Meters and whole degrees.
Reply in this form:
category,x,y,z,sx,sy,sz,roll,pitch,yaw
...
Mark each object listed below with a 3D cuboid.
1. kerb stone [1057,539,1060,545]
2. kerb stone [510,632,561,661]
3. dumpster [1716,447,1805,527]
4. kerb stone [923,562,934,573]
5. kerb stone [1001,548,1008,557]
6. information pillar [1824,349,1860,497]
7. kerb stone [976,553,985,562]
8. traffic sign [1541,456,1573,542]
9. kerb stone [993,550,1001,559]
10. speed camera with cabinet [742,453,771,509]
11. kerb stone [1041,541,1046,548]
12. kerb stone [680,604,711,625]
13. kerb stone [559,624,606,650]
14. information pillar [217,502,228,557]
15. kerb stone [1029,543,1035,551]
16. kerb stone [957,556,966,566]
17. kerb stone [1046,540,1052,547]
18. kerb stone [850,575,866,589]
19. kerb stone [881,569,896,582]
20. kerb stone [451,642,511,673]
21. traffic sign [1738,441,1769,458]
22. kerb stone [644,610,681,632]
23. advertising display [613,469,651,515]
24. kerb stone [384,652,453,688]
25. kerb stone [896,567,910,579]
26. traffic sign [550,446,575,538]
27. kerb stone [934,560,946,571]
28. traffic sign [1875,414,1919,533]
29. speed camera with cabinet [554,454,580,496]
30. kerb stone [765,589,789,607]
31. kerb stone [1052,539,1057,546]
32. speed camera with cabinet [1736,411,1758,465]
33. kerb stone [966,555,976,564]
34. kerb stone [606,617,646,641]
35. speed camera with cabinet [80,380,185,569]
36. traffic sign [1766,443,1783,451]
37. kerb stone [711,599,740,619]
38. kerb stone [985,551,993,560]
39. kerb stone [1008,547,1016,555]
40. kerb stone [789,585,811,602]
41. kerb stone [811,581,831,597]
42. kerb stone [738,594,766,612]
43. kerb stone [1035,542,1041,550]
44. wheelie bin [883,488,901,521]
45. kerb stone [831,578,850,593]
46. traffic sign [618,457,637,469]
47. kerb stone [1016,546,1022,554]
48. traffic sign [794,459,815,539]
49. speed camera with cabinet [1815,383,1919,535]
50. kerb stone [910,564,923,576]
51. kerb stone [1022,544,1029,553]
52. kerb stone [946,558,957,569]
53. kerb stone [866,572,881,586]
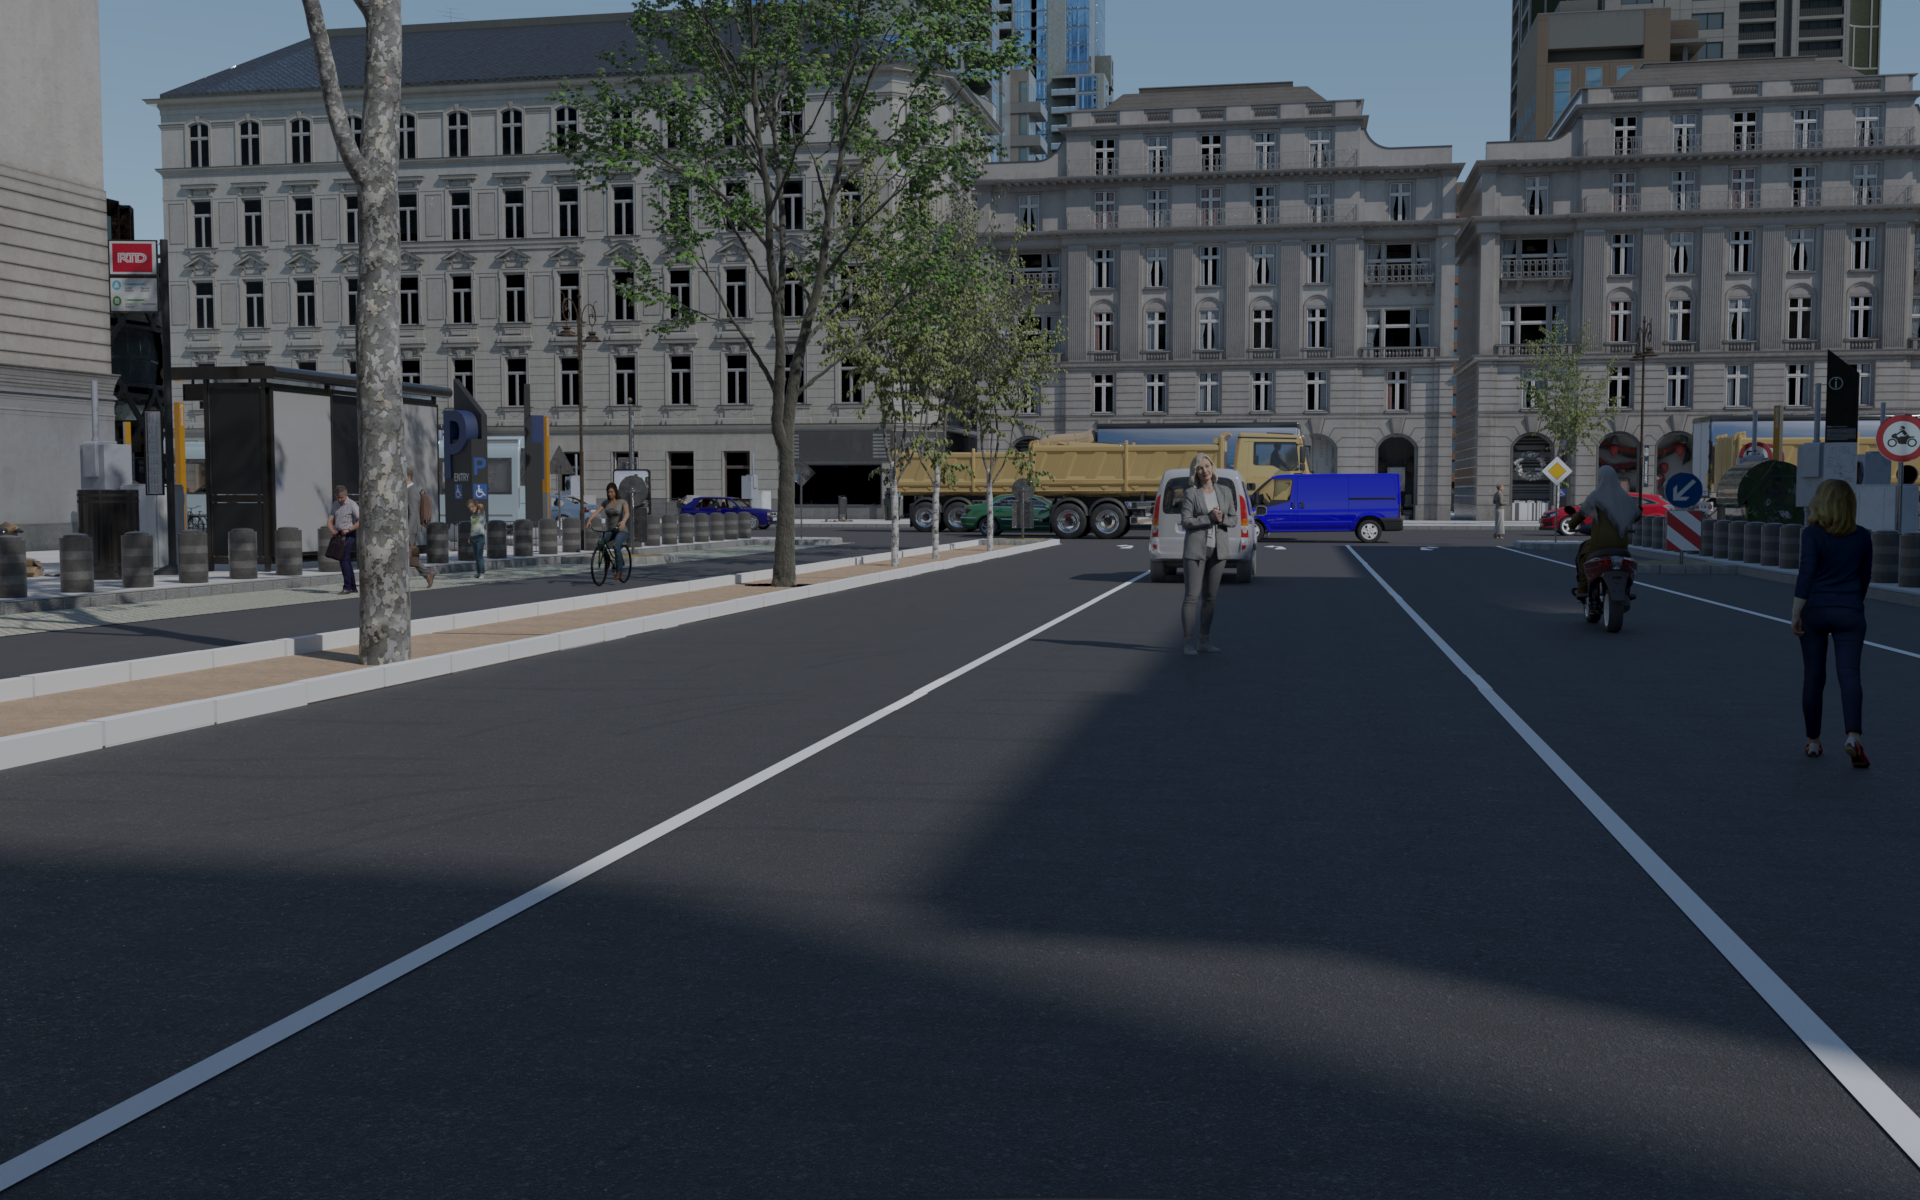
category,x,y,z,sx,sy,sz,roll,pitch,yaw
kerb stone,2.670,-1.617,48.634,0.120,0.150,1.000,1,4,11
kerb stone,-3.822,0.424,15.338,0.120,0.150,1.000,1,4,11
dumpster,16.879,-2.070,36.345,1.502,2.255,1.985,1,4,11
kerb stone,-0.673,-0.568,31.505,0.120,0.150,1.000,1,4,11
kerb stone,0.908,-1.062,39.558,0.120,0.150,1.000,1,4,11
information pillar,14.153,-2.233,27.869,0.504,3.616,0.183,2,4,30
kerb stone,0.323,-0.872,36.537,0.120,0.150,1.000,1,4,11
traffic sign,15.794,-2.583,45.876,0.795,2.450,0.064,1,4,11
kerb stone,0.703,-0.998,38.551,0.120,0.150,1.000,1,4,11
speed camera with cabinet,-9.896,-5.493,84.154,0.660,3.252,2.038,1,4,21
kerb stone,2.080,-1.428,45.603,0.120,0.150,1.000,1,4,11
kerb stone,-3.033,0.174,19.368,0.120,0.150,1.000,1,4,11
kerb stone,-3.617,0.359,16.347,0.120,0.150,1.000,1,4,11
information pillar,-14.792,-2.646,34.616,0.183,3.616,0.504,-1,4,-11
kerb stone,1.695,-1.308,43.589,0.120,0.150,1.000,1,4,11
kerb stone,-0.081,-0.754,34.526,0.120,0.150,1.000,1,4,11
kerb stone,2.282,-1.488,46.611,0.120,0.150,1.000,1,4,11
kerb stone,-1.656,-0.260,26.444,0.120,0.150,1.000,1,4,11
kerb stone,-1.259,-0.383,28.459,0.120,0.150,1.000,1,4,11
kerb stone,-4.015,0.482,14.323,0.120,0.150,1.000,1,4,11
traffic sign,19.238,-2.559,41.951,0.768,2.556,0.104,1,4,19
kerb stone,-3.221,0.237,18.360,0.120,0.150,1.000,1,4,11
advertising display,-8.425,-2.403,44.506,0.974,1.923,0.123,0,4,4
kerb stone,-4.213,0.543,13.313,0.120,0.150,1.000,1,4,11
kerb stone,-1.062,-0.445,29.474,0.120,0.150,1.000,1,4,11
traffic sign,-10.727,-2.835,46.356,0.884,2.594,0.081,1,4,13
kerb stone,-0.472,-0.631,32.510,0.120,0.150,1.000,1,4,11
traffic sign,15.037,-1.688,27.708,0.768,2.556,0.104,1,4,20
speed camera with cabinet,-19.674,-5.652,86.739,0.660,3.252,2.038,-3,4,-37
kerb stone,-2.441,-0.013,22.405,0.120,0.150,1.000,1,4,11
kerb stone,2.471,-1.555,47.627,0.120,0.150,1.000,1,4,11
speed camera with cabinet,19.550,-2.861,41.113,2.038,3.252,0.660,1,4,16
kerb stone,0.119,-0.816,35.531,0.120,0.150,1.000,1,4,11
kerb stone,-3.417,0.297,17.352,0.120,0.150,1.000,1,4,11
speed camera with cabinet,-14.367,-2.185,30.058,2.038,3.252,0.660,2,4,29
traffic sign,20.339,-2.664,43.657,0.768,2.556,0.104,1,4,18
kerb stone,-2.835,0.115,20.379,0.120,0.150,1.000,1,4,11
kerb stone,0.508,-0.929,37.545,0.120,0.150,1.000,1,4,11
kerb stone,1.103,-1.119,40.565,0.120,0.150,1.000,1,4,11
kerb stone,-2.247,-0.075,23.416,0.120,0.150,1.000,1,4,11
kerb stone,-2.044,-0.136,24.422,0.120,0.150,1.000,1,4,11
kerb stone,-2.640,0.050,21.385,0.120,0.150,1.000,1,4,11
kerb stone,1.883,-1.366,44.597,0.120,0.150,1.000,1,4,11
wheelie bin,-3.271,-4.632,83.640,0.980,1.594,0.693,2,4,32
kerb stone,-1.842,-0.198,25.432,0.120,0.150,1.000,1,4,11
traffic sign,-9.284,-2.828,48.372,0.606,2.300,0.079,1,4,19
kerb stone,1.296,-1.185,41.572,0.120,0.150,1.000,1,4,11
traffic sign,-4.565,-2.826,49.848,0.795,2.450,0.064,1,4,11
speed camera with cabinet,15.751,-2.206,30.411,0.660,3.252,2.038,-2,4,-24
kerb stone,-0.860,-0.507,30.487,0.120,0.150,1.000,1,4,11
kerb stone,1.494,-1.247,42.578,0.120,0.150,1.000,1,4,11
kerb stone,-0.267,-0.683,33.518,0.120,0.150,1.000,1,4,11
kerb stone,-1.462,-0.322,27.454,0.120,0.150,1.000,1,4,11
